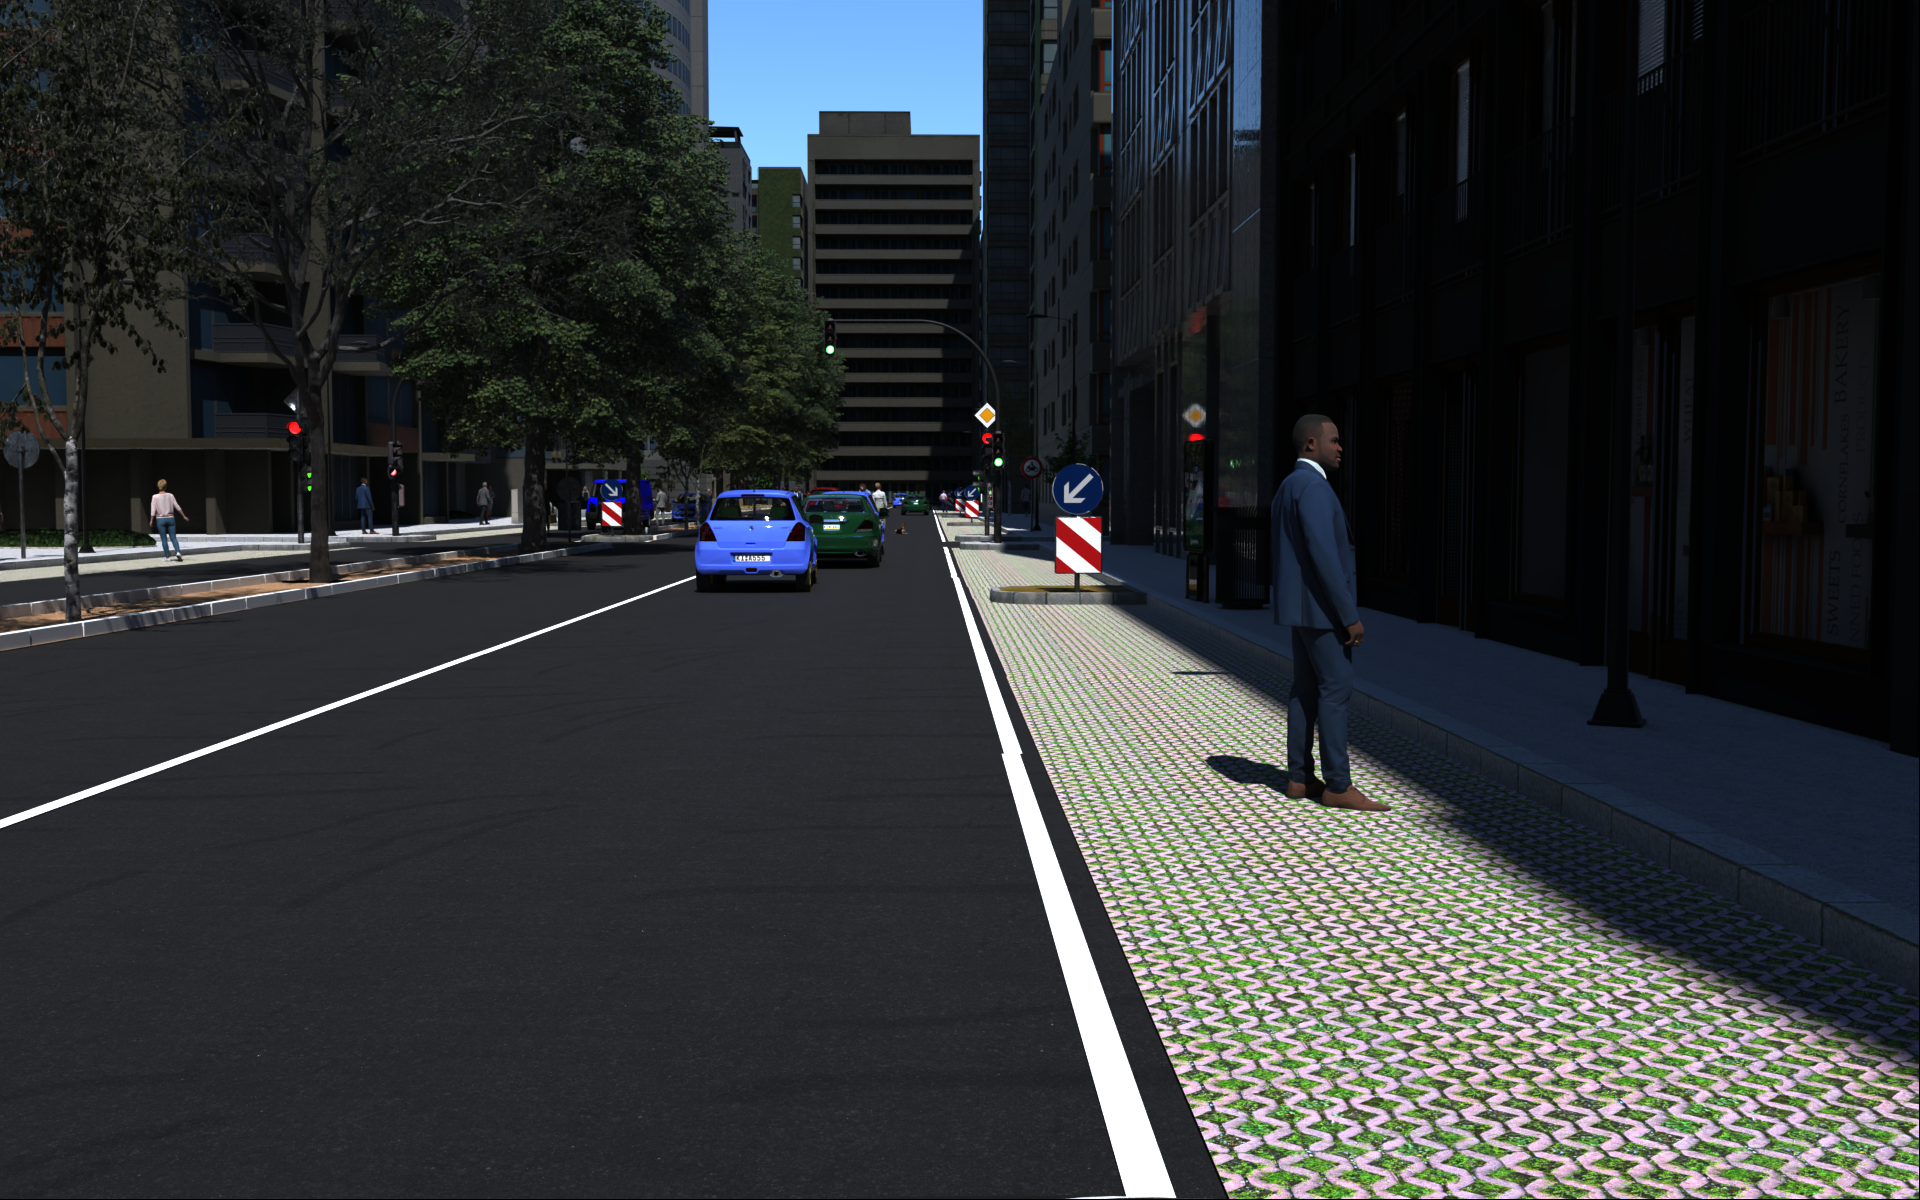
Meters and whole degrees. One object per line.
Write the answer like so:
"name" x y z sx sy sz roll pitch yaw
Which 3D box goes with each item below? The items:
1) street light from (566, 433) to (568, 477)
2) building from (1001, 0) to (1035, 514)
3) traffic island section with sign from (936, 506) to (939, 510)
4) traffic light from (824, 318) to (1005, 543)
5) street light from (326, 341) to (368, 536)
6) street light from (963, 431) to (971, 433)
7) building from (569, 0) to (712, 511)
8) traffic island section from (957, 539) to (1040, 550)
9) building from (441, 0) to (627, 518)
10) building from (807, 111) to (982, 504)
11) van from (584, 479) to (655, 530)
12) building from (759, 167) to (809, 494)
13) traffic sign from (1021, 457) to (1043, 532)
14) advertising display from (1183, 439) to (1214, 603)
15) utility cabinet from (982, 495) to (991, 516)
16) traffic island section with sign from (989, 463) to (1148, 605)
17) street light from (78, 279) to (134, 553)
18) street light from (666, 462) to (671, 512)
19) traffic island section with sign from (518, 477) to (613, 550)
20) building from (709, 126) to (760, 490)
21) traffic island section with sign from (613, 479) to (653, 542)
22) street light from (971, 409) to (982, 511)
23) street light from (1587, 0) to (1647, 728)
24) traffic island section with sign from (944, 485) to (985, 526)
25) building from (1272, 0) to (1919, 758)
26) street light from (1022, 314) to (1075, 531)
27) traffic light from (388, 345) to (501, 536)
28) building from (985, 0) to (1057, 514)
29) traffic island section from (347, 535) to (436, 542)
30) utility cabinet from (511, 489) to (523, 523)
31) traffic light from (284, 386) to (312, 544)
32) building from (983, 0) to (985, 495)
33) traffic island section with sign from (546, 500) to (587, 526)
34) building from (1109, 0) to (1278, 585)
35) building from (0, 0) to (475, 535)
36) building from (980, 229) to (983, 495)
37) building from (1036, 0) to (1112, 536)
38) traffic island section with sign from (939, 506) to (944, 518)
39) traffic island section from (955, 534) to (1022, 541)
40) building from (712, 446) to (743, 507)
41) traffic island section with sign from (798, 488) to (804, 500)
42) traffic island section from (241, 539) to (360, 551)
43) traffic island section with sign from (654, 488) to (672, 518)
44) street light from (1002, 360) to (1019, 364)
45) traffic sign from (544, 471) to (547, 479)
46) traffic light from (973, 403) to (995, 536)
"street light" -19.361 -7.039 87.631 1.470 5.913 1.316 0 4 -1
"building" 13.221 -41.340 114.159 20.563 71.187 20.611 0 4 -1
"traffic island section with sign" -1.005 -8.956 155.058 1.989 1.847 2.006 0 4 -1
"traffic light" -1.130 -4.304 45.043 4.771 5.953 1.251 0 4 -1
"street light" -18.670 -4.904 52.726 1.470 5.913 1.316 0 4 -1
"street light" 0.956 -9.531 128.367 1.470 5.913 1.316 0 4 -1
"building" -32.854 -36.710 142.209 21.231 58.520 28.212 0 4 -1
"traffic island section" 1.000 -1.410 45.337 2.009 0.180 2.903 0 4 -1
"building" -36.159 -25.016 100.897 32.217 40.220 23.993 0 4 -1
"building" -8.262 -36.639 222.756 21.600 48.544 21.300 0 4 -1
"van" -13.893 -4.058 70.730 2.240 2.365 5.245 0 3 0
"building" -26.365 -32.747 219.012 14.086 41.232 14.154 0 4 -1
"traffic sign" 2.439 -3.593 58.850 0.768 2.556 0.104 0 4 0
"advertising display" 2.852 -0.951 20.770 0.123 1.923 0.974 0 4 -7
"utility cabinet" 1.597 -5.663 103.758 0.306 1.237 1.020 -1 4 -12
"traffic island section with sign" 1.409 -0.892 23.215 1.989 1.847 2.006 0 4 -1
"street light" -18.508 -3.979 37.602 1.470 5.913 1.316 0 4 -1
"street light" -19.980 -9.126 121.748 1.470 5.913 1.316 0 4 -1
"traffic island section with sign" -10.362 -2.277 45.369 2.006 1.907 1.989 0 4 -1
"building" -30.611 -31.261 194.715 14.086 41.232 14.154 0 4 -1
"traffic island section with sign" -10.488 -2.730 52.775 2.006 1.907 1.989 0 4 -1
"street light" 1.508 -7.437 94.130 1.470 5.913 1.316 0 4 -1
"street light" 3.126 -2.260 9.488 1.470 5.913 1.316 0 4 -1
"traffic island section with sign" 0.411 -4.238 77.915 1.989 1.847 2.006 0 4 -1
"building" 10.652 -11.378 15.711 12.332 23.373 15.834 0 4 -1
"street light" 2.400 -4.416 44.740 1.470 5.913 1.316 0 4 -1
"traffic light" -15.154 -4.787 52.934 4.771 5.953 1.251 0 4 -1
"building" 8.978 -27.852 138.969 14.154 41.232 14.086 0 4 -1
"traffic island section" -17.284 -1.879 52.995 2.009 0.180 2.903 0 4 -1
"utility cabinet" -19.306 -4.092 75.587 0.318 1.500 1.173 0 4 -1
"traffic light" -17.098 -3.422 44.877 0.839 4.253 0.868 0 4 -1
"building" 12.967 -39.541 188.501 21.231 58.520 28.212 0 4 -1
"traffic island section with sign" -17.414 -4.224 77.687 1.989 1.847 2.006 0 4 -1
"building" 9.995 -13.189 33.663 12.078 24.808 19.932 0 4 -1
"building" -31.968 -25.189 66.463 22.147 44.769 28.867 0 4 -1
"building" 14.422 -32.872 229.339 23.993 40.220 32.217 0 4 -1
"building" 18.232 -13.546 66.524 28.899 21.520 27.650 0 4 -1
"traffic island section with sign" -0.098 -5.904 105.161 1.989 1.847 2.006 0 4 -1
"traffic island section" 0.854 -1.898 53.321 2.009 0.180 2.903 0 4 -1
"building" -36.998 -19.984 171.769 27.650 21.520 28.899 0 4 -1
"traffic island section with sign" -11.870 -7.325 127.901 2.006 1.907 1.989 0 4 -1
"traffic island section" -17.139 -1.390 45.011 2.009 0.180 2.903 0 4 -1
"traffic island section with sign" -17.902 -5.872 104.638 1.989 1.847 2.006 0 4 -1
"street light" 2.147 -5.367 60.290 1.470 5.913 1.316 0 4 -1
"traffic sign" -19.464 -4.883 79.949 0.768 2.556 0.104 0 4 1
"traffic light" 0.814 -3.932 53.206 0.839 4.253 0.868 0 4 -1
